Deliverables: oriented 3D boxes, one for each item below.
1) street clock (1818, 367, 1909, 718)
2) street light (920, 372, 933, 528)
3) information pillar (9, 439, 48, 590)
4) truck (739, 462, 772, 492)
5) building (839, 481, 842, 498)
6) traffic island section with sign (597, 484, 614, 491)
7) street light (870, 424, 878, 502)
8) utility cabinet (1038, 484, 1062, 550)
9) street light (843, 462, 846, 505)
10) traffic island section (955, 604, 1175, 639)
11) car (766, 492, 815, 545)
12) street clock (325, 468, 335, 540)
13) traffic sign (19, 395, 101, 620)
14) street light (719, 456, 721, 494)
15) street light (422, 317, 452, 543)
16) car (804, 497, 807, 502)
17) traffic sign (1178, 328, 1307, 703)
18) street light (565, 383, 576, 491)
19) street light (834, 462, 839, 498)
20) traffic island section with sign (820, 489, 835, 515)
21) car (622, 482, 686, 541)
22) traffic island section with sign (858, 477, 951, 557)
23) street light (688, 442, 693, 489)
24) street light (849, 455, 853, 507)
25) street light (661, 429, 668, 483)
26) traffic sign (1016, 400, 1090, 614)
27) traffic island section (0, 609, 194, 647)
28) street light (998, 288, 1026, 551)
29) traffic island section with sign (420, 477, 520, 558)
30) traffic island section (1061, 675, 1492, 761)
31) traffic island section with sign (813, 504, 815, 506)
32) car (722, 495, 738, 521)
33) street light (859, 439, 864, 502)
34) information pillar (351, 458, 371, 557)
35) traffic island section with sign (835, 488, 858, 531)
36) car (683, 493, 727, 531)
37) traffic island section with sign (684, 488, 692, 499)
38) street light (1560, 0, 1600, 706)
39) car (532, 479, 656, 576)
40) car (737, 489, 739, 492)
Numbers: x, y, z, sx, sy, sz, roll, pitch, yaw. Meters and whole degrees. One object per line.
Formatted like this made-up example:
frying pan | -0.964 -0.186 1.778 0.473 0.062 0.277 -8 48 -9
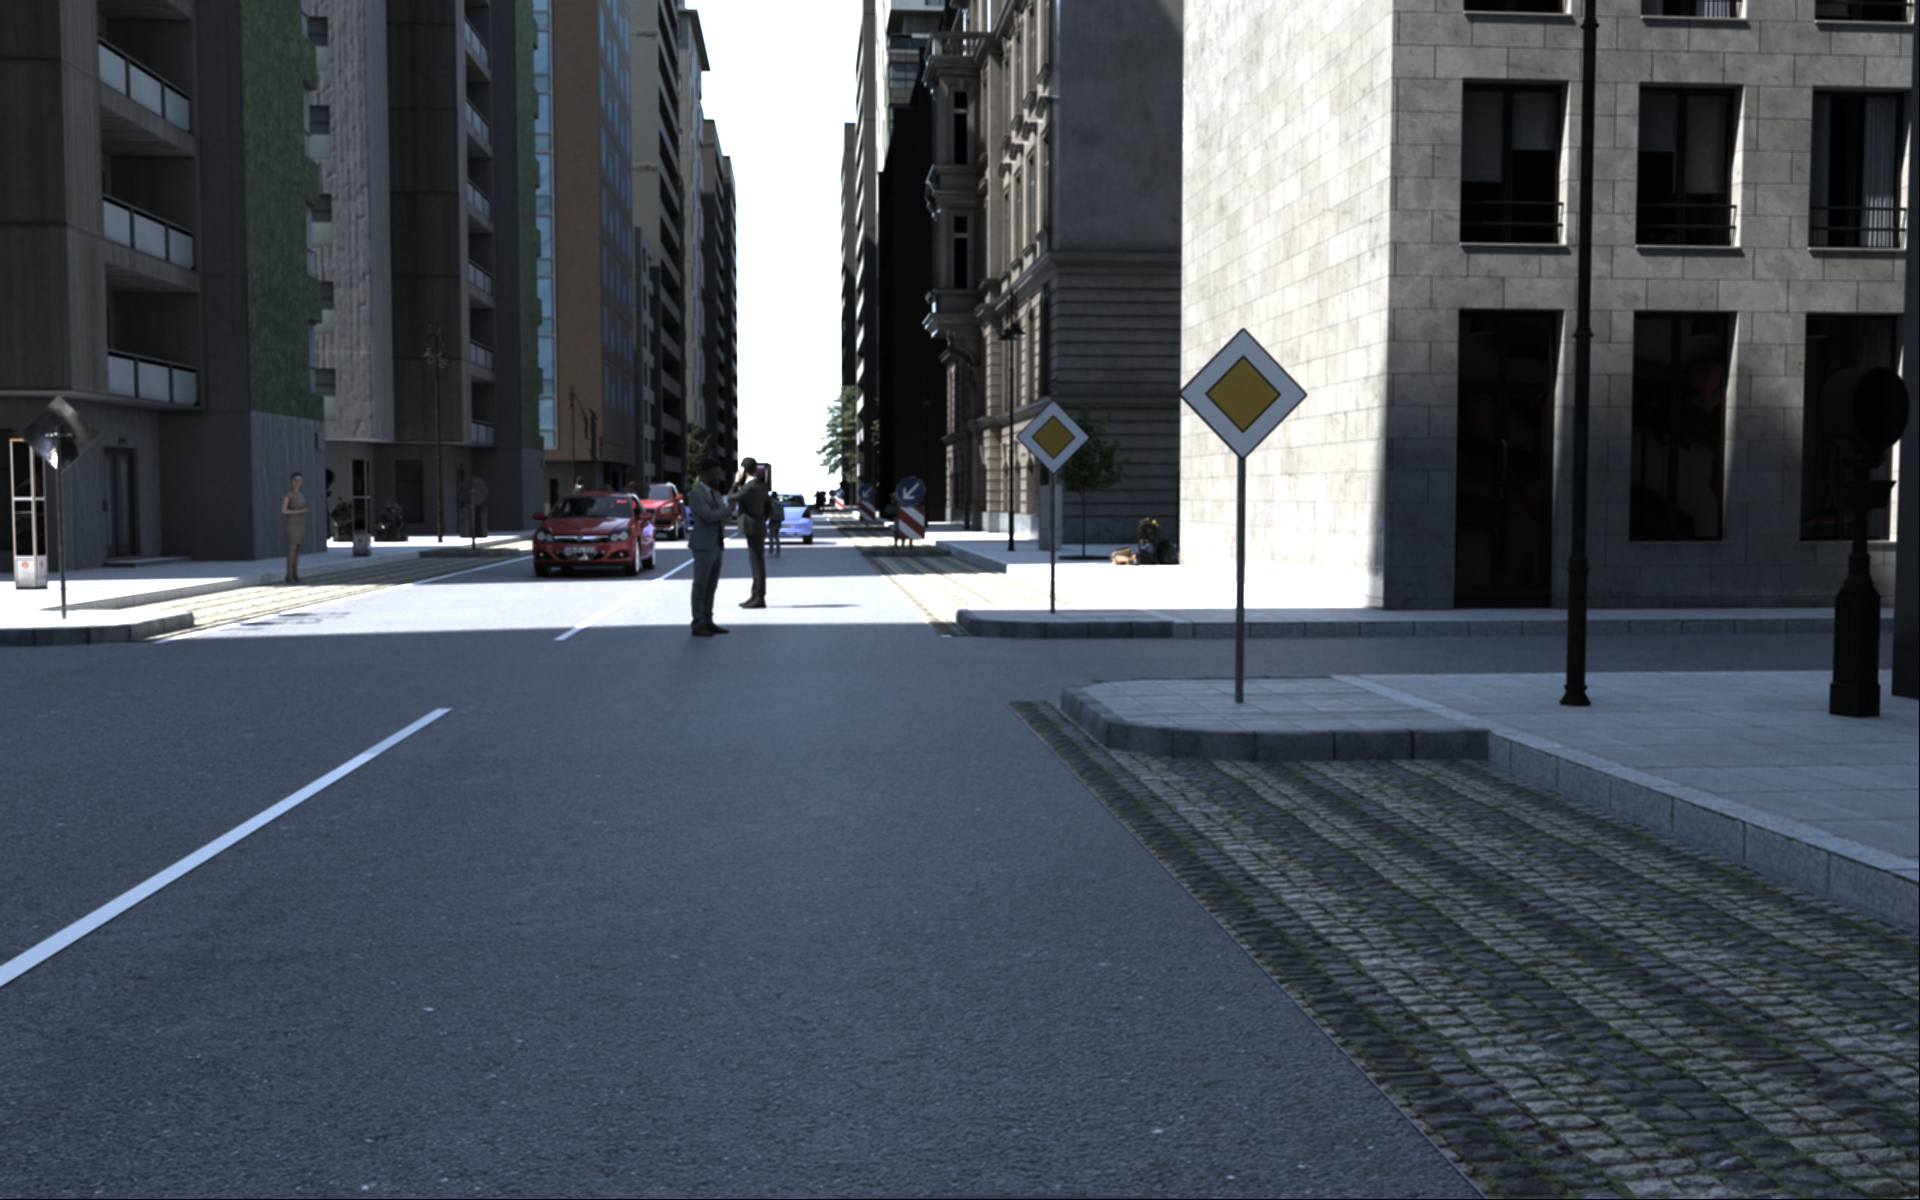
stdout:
street clock | 5.186 -0.331 9.983 0.471 2.002 0.358 -2 4 -24
street light | -1.281 -5.698 65.949 0.468 5.910 1.993 0 4 -5
information pillar | -12.496 -1.147 23.252 0.304 2.012 0.304 0 3 0
truck | -18.258 -10.144 154.768 2.839 4.237 11.283 0 4 -3
building | -0.657 -33.561 240.602 32.217 40.220 23.993 0 4 -5
traffic island section with sign | -13.691 -3.572 67.028 1.989 1.847 2.006 0 4 -5
street light | -5.732 -8.694 114.927 0.468 5.910 1.993 0 4 -5
utility cabinet | 2.072 -1.904 39.812 0.318 1.500 1.173 1 4 16
street light | -13.206 -13.748 197.569 0.468 5.910 1.993 0 4 -5
traffic island section | 1.016 0.223 18.633 2.009 0.180 2.903 0 4 -5
car | -5.156 -2.488 50.276 1.945 1.707 3.694 0 4 -7
street clock | -17.875 -2.706 48.806 0.471 2.002 0.358 0 4 -7
traffic sign | -9.161 -0.857 17.654 0.795 2.450 0.064 0 4 -5
street light | -28.274 -14.148 204.105 0.468 5.910 1.993 0 4 -5
street light | -13.702 -4.446 45.479 0.468 5.910 1.993 0 4 -5
car | -18.922 -11.778 202.360 2.009 1.686 4.222 0 4 -4
traffic sign | 1.717 -0.426 10.601 0.795 2.450 0.064 0 4 -5
street light | -16.202 -6.103 72.579 0.468 5.910 1.993 0 4 -5
street light | -18.250 -17.092 252.235 0.468 5.910 1.993 0 4 -5
traffic island section with sign | -8.308 -6.661 117.538 1.989 1.847 2.006 0 4 -5
car | -9.782 -2.801 54.477 2.281 1.827 5.304 0 4 -5
traffic island section with sign | -1.288 -1.932 40.224 1.989 1.847 2.006 0 4 -5
street light | -23.095 -10.766 148.806 0.468 5.910 1.993 0 4 -5
street light | -10.638 -12.015 169.238 0.468 5.910 1.993 0 4 -5
street light | -20.627 -9.058 120.878 0.468 5.910 1.993 0 4 -5
traffic sign | 0.993 -0.912 18.553 0.795 2.450 0.064 0 4 -5
traffic island section | -9.184 0.279 17.713 2.009 0.180 2.903 0 4 -5
street light | 1.159 -4.047 38.951 0.468 5.910 1.993 0 4 -5
traffic island section with sign | -11.198 -1.902 39.728 1.989 1.847 2.006 0 4 -5
traffic island section | 1.739 0.710 10.680 2.009 0.180 2.903 0 4 -5
traffic island section with sign | -15.813 -11.703 199.978 1.989 1.847 2.006 0 4 -5
car | -11.338 -4.418 84.591 2.083 1.381 4.827 0 4 -5
street light | -8.129 -10.359 142.151 0.468 5.910 1.993 0 4 -5
information pillar | -12.297 -1.900 35.563 0.304 2.012 0.304 0 4 -5
traffic island section with sign | -3.752 -3.599 67.468 1.989 1.847 2.006 0 4 -5
car | -9.949 -3.492 66.690 1.945 1.707 3.694 0 4 -6
traffic island section with sign | -18.157 -6.581 116.223 1.989 1.847 2.006 0 4 -5
street light | 3.752 -2.299 10.383 0.468 5.910 1.993 0 4 -5
car | -6.633 -1.382 31.643 2.155 1.783 4.494 0 4 -4
car | -17.513 -8.116 141.376 2.281 1.827 5.304 0 4 -5
